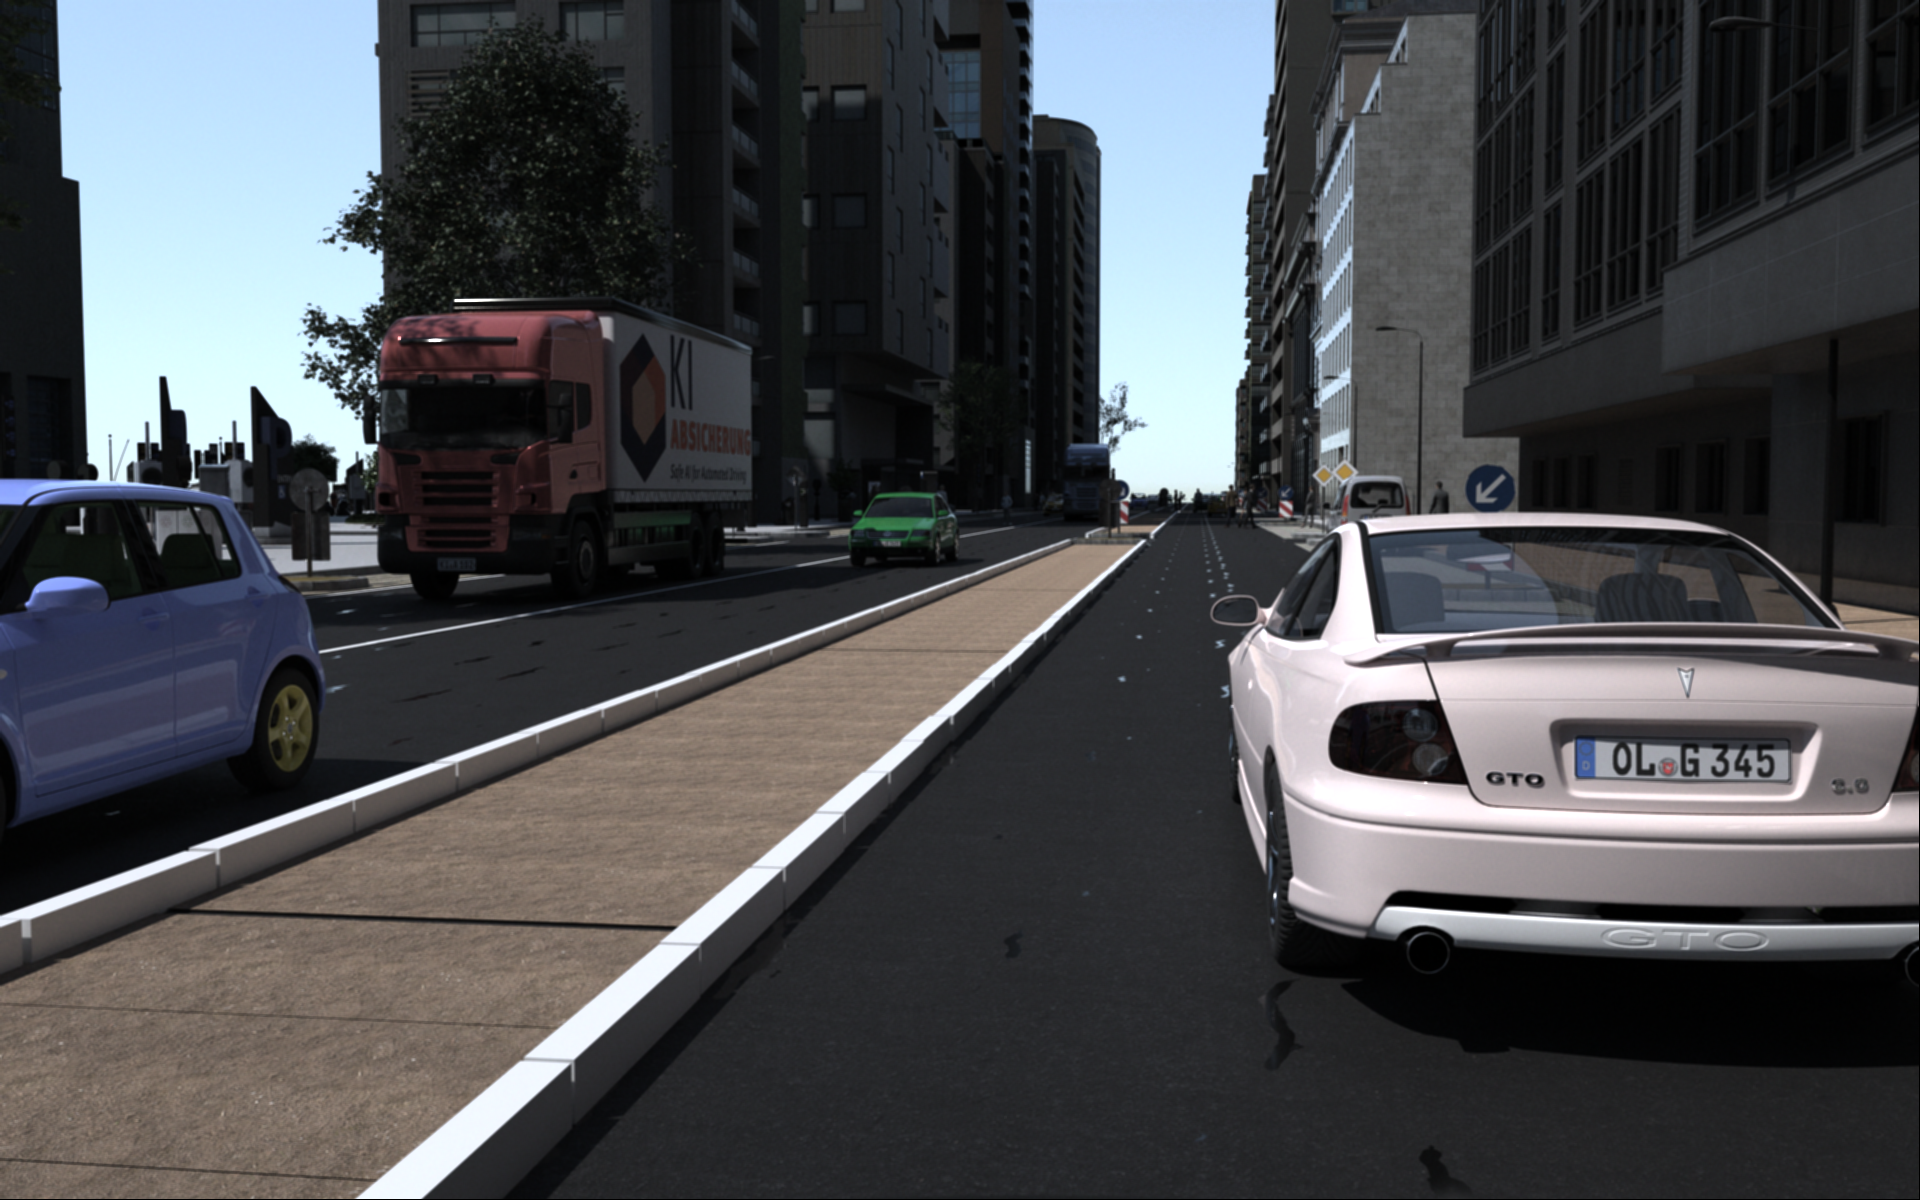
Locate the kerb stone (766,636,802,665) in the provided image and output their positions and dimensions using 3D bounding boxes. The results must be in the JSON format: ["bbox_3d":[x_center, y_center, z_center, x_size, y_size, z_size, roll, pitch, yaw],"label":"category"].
[{"bbox_3d":[-1.554,0.447,14.884,0.120,0.150,1.000,0,4,8],"label":"kerb stone"}]

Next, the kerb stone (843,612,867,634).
[{"bbox_3d":[-1.138,0.261,17.931,0.120,0.150,1.000,0,4,8],"label":"kerb stone"}]

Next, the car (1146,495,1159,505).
[{"bbox_3d":[25.870,-13.440,232.101,2.083,1.381,4.827,1,4,8],"label":"car"}]

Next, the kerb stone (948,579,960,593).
[{"bbox_3d":[-0.165,-0.174,25.041,0.120,0.150,1.000,0,4,8],"label":"kerb stone"}]

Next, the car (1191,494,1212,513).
[{"bbox_3d":[19.043,-7.515,134.671,2.131,1.459,4.920,0,4,7],"label":"car"}]

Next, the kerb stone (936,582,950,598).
[{"bbox_3d":[-0.309,-0.112,24.029,0.120,0.150,1.000,0,4,8],"label":"kerb stone"}]

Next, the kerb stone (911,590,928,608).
[{"bbox_3d":[-0.581,0.012,21.994,0.120,0.150,1.000,0,4,8],"label":"kerb stone"}]

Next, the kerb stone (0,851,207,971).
[{"bbox_3d":[-2.807,1.012,5.754,0.120,0.150,1.000,0,4,8],"label":"kerb stone"}]

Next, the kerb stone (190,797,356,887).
[{"bbox_3d":[-2.668,0.944,6.767,0.120,0.150,1.000,0,4,8],"label":"kerb stone"}]

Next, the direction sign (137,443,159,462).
[{"bbox_3d":[-35.741,-5.159,76.345,0.876,3.537,0.379,-3,4,-37],"label":"direction sign"}]

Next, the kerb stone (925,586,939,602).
[{"bbox_3d":[-0.440,-0.050,23.015,0.120,0.150,1.000,0,4,8],"label":"kerb stone"}]

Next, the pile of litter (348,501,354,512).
[{"bbox_3d":[-44.728,-6.888,126.584,1.719,0.858,1.176,1,4,16],"label":"pile of litter"}]

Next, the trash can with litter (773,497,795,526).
[{"bbox_3d":[-7.155,-3.600,70.248,1.055,1.170,0.624,2,4,35],"label":"trash can with litter"}]

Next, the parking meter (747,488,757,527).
[{"bbox_3d":[-8.036,-3.572,66.818,0.372,1.533,0.369,0,3,0],"label":"parking meter"}]

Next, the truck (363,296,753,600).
[{"bbox_3d":[-5.803,-2.329,26.993,2.839,4.237,11.283,0,4,7],"label":"truck"}]

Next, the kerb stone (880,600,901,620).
[{"bbox_3d":[-0.856,0.137,19.960,0.120,0.150,1.000,0,4,8],"label":"kerb stone"}]

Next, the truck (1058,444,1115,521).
[{"bbox_3d":[7.462,-6.652,98.521,2.967,4.110,18.799,0,4,6],"label":"truck"}]

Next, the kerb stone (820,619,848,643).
[{"bbox_3d":[-1.279,0.324,16.912,0.120,0.150,1.000,0,4,8],"label":"kerb stone"}]

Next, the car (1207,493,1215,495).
[{"bbox_3d":[24.605,-9.804,169.879,1.945,1.707,3.694,0,4,6],"label":"car"}]

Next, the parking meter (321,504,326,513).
[{"bbox_3d":[-28.082,-4.312,76.209,0.255,1.863,0.399,-2,4,-26],"label":"parking meter"}]

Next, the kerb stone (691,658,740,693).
[{"bbox_3d":[-1.838,0.572,12.855,0.120,0.150,1.000,0,4,8],"label":"kerb stone"}]

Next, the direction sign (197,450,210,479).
[{"bbox_3d":[-38.986,-5.948,89.252,0.379,3.537,0.876,3,5,40],"label":"direction sign"}]

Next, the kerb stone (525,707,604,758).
[{"bbox_3d":[-2.259,0.757,9.817,0.120,0.150,1.000,0,4,8],"label":"kerb stone"}]

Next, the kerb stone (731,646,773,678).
[{"bbox_3d":[-1.698,0.509,13.869,0.120,0.150,1.000,0,4,8],"label":"kerb stone"}]

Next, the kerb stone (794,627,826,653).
[{"bbox_3d":[-1.418,0.385,15.897,0.120,0.150,1.000,0,4,8],"label":"kerb stone"}]

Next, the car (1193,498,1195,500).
[{"bbox_3d":[30.910,-12.826,222.285,1.945,1.354,3.894,1,4,9],"label":"car"}]

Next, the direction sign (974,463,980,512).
[{"bbox_3d":[1.211,-8.139,125.069,0.379,3.537,0.876,-2,4,-33],"label":"direction sign"}]

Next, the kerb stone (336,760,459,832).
[{"bbox_3d":[-2.534,0.884,7.780,0.120,0.150,1.000,0,4,8],"label":"kerb stone"}]

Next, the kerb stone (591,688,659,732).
[{"bbox_3d":[-2.114,0.695,10.829,0.120,0.150,1.000,0,4,8],"label":"kerb stone"}]

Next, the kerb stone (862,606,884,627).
[{"bbox_3d":[-1.004,0.199,18.945,0.120,0.150,1.000,0,4,8],"label":"kerb stone"}]

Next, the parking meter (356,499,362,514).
[{"bbox_3d":[-29.903,-4.749,86.064,0.372,1.533,0.369,0,3,0],"label":"parking meter"}]

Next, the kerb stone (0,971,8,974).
[{"bbox_3d":[-2.955,1.068,4.736,0.120,0.150,1.000,0,4,8],"label":"kerb stone"}]

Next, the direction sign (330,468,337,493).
[{"bbox_3d":[-39.879,-7.234,110.265,0.379,3.537,0.876,0,4,7],"label":"direction sign"}]

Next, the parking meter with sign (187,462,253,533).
[{"bbox_3d":[-19.049,-2.937,44.273,1.738,3.016,0.543,-1,4,-14],"label":"parking meter with sign"}]

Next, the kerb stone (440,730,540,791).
[{"bbox_3d":[-2.394,0.820,8.801,0.120,0.150,1.000,0,4,8],"label":"kerb stone"}]

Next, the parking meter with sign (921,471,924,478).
[{"bbox_3d":[-3.315,-8.178,129.975,0.543,3.016,1.738,1,4,22],"label":"parking meter with sign"}]

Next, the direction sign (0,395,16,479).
[{"bbox_3d":[-21.854,-2.907,39.520,0.379,3.537,0.876,1,4,11],"label":"direction sign"}]

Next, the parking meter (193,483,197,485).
[{"bbox_3d":[-39.567,-5.141,89.761,0.399,1.863,0.255,0,4,-1],"label":"parking meter"}]

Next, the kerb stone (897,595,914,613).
[{"bbox_3d":[-0.724,0.075,20.974,0.120,0.150,1.000,0,4,8],"label":"kerb stone"}]

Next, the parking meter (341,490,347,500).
[{"bbox_3d":[-40.999,-6.541,115.362,0.372,1.533,0.369,0,3,0],"label":"parking meter"}]

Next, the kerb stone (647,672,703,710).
[{"bbox_3d":[-1.973,0.637,11.842,0.120,0.150,1.000,0,4,8],"label":"kerb stone"}]

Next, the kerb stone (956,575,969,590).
[{"bbox_3d":[-0.031,-0.236,26.059,0.120,0.150,1.000,0,4,8],"label":"kerb stone"}]

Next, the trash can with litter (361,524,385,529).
[{"bbox_3d":[-21.502,-3.310,65.169,2.233,1.210,1.678,2,4,24],"label":"trash can with litter"}]

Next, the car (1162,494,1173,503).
[{"bbox_3d":[33.722,-16.712,282.032,1.959,1.807,4.718,0,4,7],"label":"car"}]

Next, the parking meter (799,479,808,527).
[{"bbox_3d":[-6.002,-3.722,66.565,0.255,1.863,0.399,1,4,9],"label":"parking meter"}]

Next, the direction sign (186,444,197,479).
[{"bbox_3d":[-34.893,-5.243,77.713,0.876,3.537,0.379,1,4,14],"label":"direction sign"}]

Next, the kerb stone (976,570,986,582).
[{"bbox_3d":[0.253,-0.352,28.087,0.120,0.150,1.000,0,4,8],"label":"kerb stone"}]

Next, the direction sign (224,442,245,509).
[{"bbox_3d":[-31.656,-5.118,75.672,0.379,3.537,0.876,3,5,42],"label":"direction sign"}]

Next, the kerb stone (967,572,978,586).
[{"bbox_3d":[0.116,-0.298,27.073,0.120,0.150,1.000,0,4,8],"label":"kerb stone"}]
